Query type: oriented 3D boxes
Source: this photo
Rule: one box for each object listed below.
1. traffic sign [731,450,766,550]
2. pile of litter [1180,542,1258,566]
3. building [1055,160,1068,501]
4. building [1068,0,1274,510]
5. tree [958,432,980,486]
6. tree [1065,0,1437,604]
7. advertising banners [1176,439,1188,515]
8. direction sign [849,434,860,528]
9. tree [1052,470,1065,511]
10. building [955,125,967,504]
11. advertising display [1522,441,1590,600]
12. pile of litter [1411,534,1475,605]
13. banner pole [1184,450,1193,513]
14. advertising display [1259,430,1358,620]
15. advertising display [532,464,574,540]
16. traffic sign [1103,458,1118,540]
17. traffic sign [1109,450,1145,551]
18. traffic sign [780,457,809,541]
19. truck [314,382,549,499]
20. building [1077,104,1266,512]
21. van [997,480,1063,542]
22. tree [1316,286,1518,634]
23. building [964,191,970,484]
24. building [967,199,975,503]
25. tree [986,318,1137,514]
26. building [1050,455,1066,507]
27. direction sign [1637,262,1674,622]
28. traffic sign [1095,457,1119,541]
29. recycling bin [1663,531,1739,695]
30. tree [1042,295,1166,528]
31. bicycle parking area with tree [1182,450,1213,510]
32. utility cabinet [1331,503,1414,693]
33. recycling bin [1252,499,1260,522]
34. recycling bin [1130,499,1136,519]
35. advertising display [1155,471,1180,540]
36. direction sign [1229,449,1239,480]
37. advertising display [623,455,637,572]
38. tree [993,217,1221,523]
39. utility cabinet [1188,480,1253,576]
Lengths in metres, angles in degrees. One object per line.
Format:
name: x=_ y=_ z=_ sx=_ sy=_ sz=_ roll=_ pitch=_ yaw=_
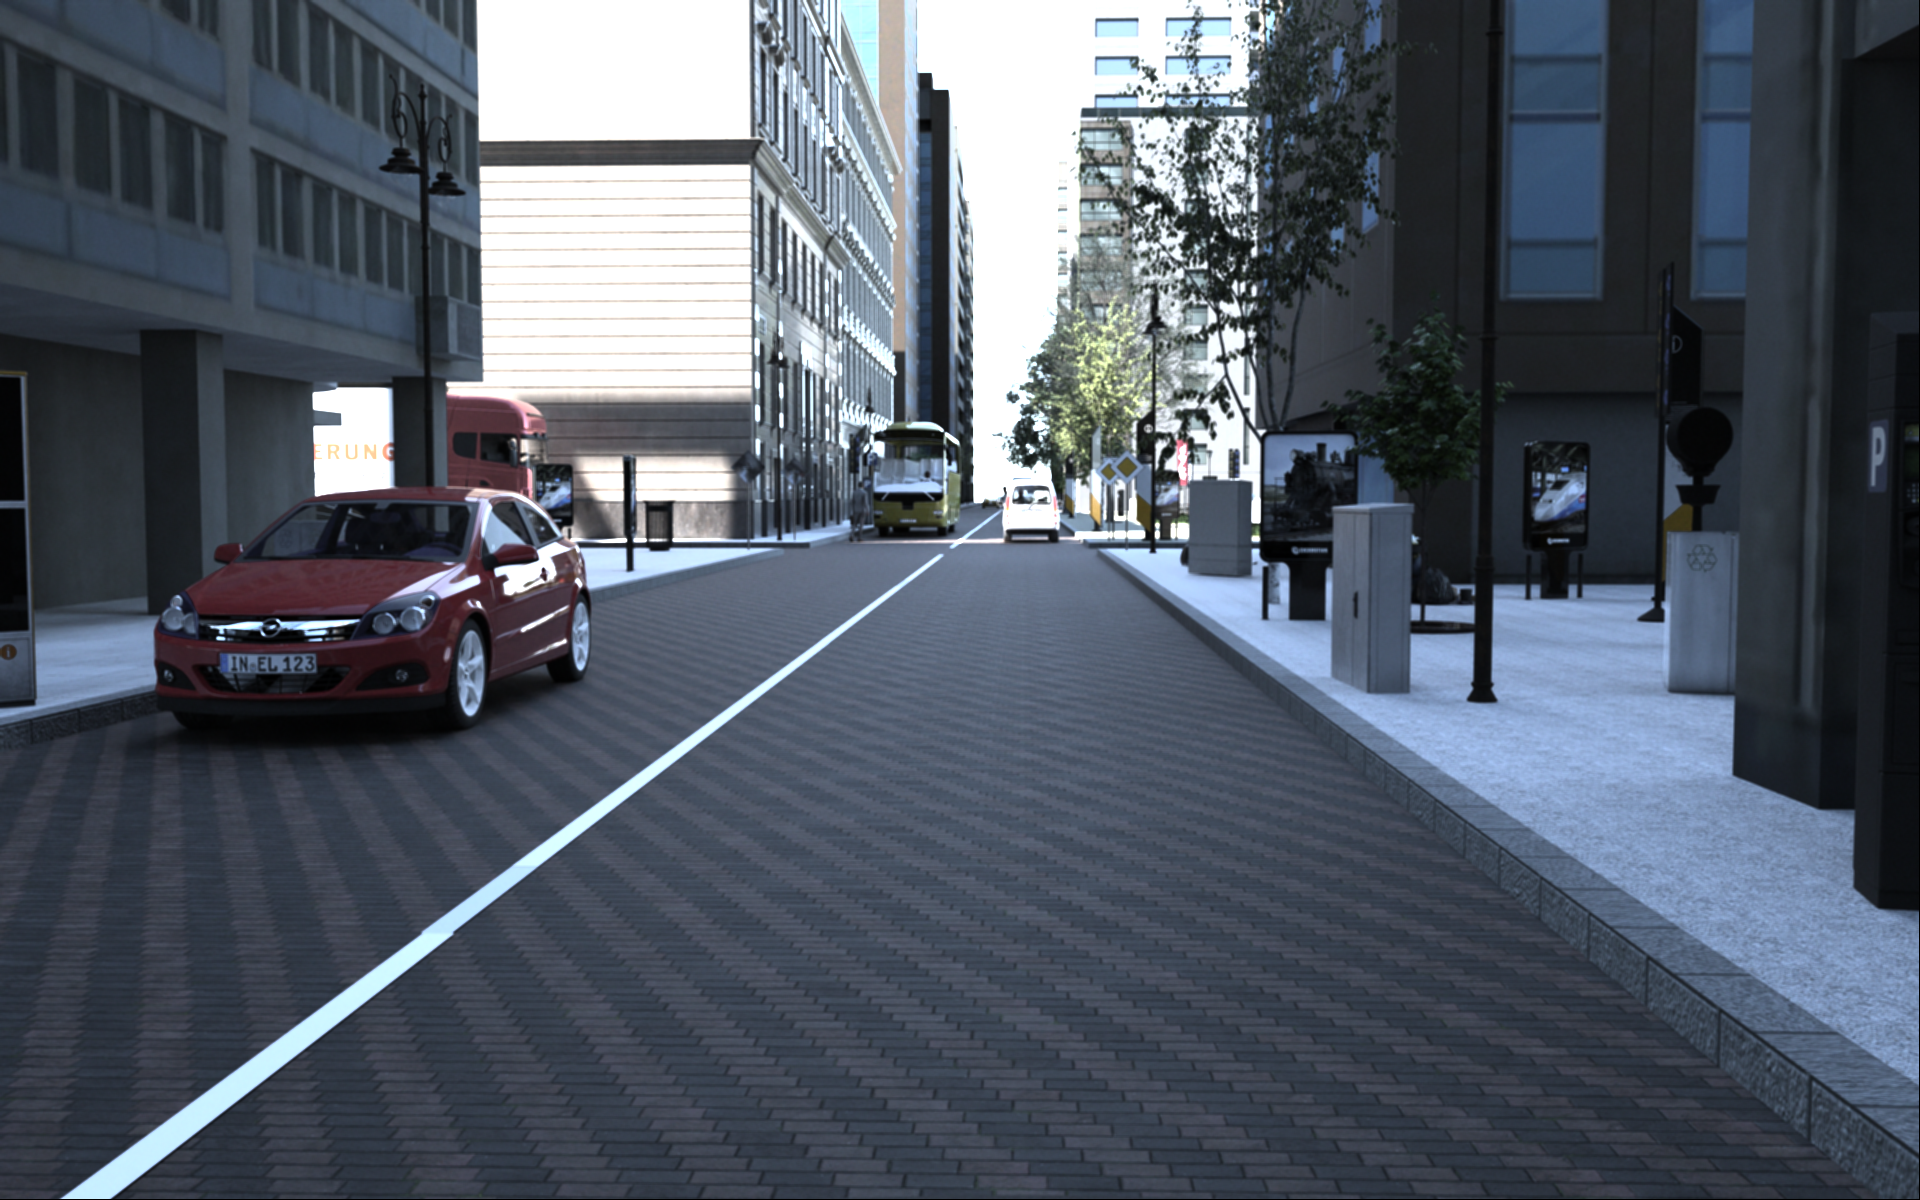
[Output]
traffic sign: x=-4.820 y=-2.191 z=39.466 sx=0.795 sy=2.450 sz=0.064 roll=0 pitch=4 yaw=2
pile of litter: x=4.693 y=-1.059 z=31.286 sx=1.719 sy=0.858 sz=1.176 roll=-2 pitch=4 yaw=-25
building: x=18.872 y=-32.456 z=214.244 sx=14.154 sy=41.232 sz=14.086 roll=0 pitch=4 yaw=2
building: x=20.046 y=-37.352 z=152.705 sx=21.231 sy=58.520 sz=28.212 roll=0 pitch=4 yaw=2
tree: x=0.059 y=-15.238 z=199.509 sx=4.360 sy=8.622 sz=3.978 roll=0 pitch=3 yaw=0
tree: x=3.589 y=-4.278 z=20.308 sx=4.360 sy=8.622 sz=3.978 roll=0 pitch=3 yaw=0
advertising banners: x=7.509 y=-3.557 z=54.341 sx=0.090 sy=3.025 sz=2.074 roll=-3 pitch=4 yaw=-37
direction sign: x=-3.970 y=-4.481 z=65.260 sx=0.379 sy=3.537 sz=0.876 roll=1 pitch=4 yaw=20
tree: x=7.698 y=-8.552 z=134.433 sx=1.663 sy=3.219 sz=1.824 roll=0 pitch=3 yaw=0
building: x=-10.487 y=-36.320 z=217.529 sx=21.300 sy=48.544 sz=21.600 roll=0 pitch=4 yaw=2
advertising display: x=7.287 y=-0.976 z=21.178 sx=0.974 sy=1.923 sz=0.123 roll=-2 pitch=4 yaw=-26
pile of litter: x=5.437 y=-0.408 z=20.631 sx=1.176 sy=0.858 sz=1.719 roll=-2 pitch=4 yaw=-31
banner pole: x=11.220 y=-5.825 z=85.262 sx=0.401 sy=3.779 sz=0.863 roll=-2 pitch=4 yaw=-29
advertising display: x=3.537 y=-0.757 z=17.593 sx=0.974 sy=1.923 sz=0.123 roll=1 pitch=4 yaw=10
advertising display: x=-8.709 y=-1.949 z=37.077 sx=0.123 sy=1.923 sz=0.974 roll=3 pitch=5 yaw=40
traffic sign: x=4.302 y=-2.839 z=48.543 sx=0.606 sy=2.300 sz=0.079 roll=0 pitch=4 yaw=8
traffic sign: x=3.767 y=-2.171 z=39.134 sx=0.795 sy=2.450 sz=0.064 roll=0 pitch=4 yaw=2
traffic sign: x=-4.530 y=-2.679 z=47.446 sx=0.795 sy=2.450 sz=0.064 roll=0 pitch=4 yaw=2
truck: x=-15.424 y=-3.338 z=43.494 sx=11.283 sy=4.237 sz=2.839 roll=0 pitch=4 yaw=1
building: x=15.957 y=-22.072 z=132.575 sx=14.160 sy=30.474 sz=14.107 roll=0 pitch=4 yaw=2
van: x=2.145 y=-2.792 z=52.662 sx=2.013 sy=2.044 sz=4.112 roll=0 pitch=4 yaw=1
tree: x=4.418 y=-1.319 z=16.162 sx=1.663 sy=3.219 sz=1.824 roll=0 pitch=3 yaw=0
building: x=-9.943 y=-36.030 z=243.722 sx=22.147 sy=44.769 sz=28.867 roll=0 pitch=4 yaw=2
building: x=-8.679 y=-39.507 z=269.643 sx=21.300 sy=48.544 sz=21.600 roll=0 pitch=4 yaw=2
tree: x=6.865 y=-11.847 z=110.704 sx=9.611 sy=12.733 sz=9.660 roll=0 pitch=3 yaw=0
building: x=26.350 y=-23.915 z=236.042 sx=27.650 sy=21.520 sz=28.899 roll=0 pitch=4 yaw=2
direction sign: x=7.044 y=-1.553 z=17.384 sx=0.379 sy=3.537 sz=0.876 roll=1 pitch=4 yaw=14
traffic sign: x=4.058 y=-2.659 z=47.113 sx=0.795 sy=2.450 sz=0.064 roll=0 pitch=4 yaw=2
recycling bin: x=5.030 y=0.073 z=11.365 sx=0.722 sy=1.027 sz=0.722 roll=1 pitch=4 yaw=19
tree: x=5.516 y=-7.032 z=65.342 sx=4.737 sy=8.622 sz=4.395 roll=0 pitch=3 yaw=0
bicycle parking area with tree: x=18.959 y=-7.784 z=114.274 sx=8.231 sy=4.147 sz=9.016 roll=0 pitch=4 yaw=3
utility cabinet: x=2.744 y=-0.028 z=11.618 sx=0.306 sy=1.237 sz=1.020 roll=0 pitch=4 yaw=-1
recycling bin: x=10.719 y=-3.114 z=63.473 sx=0.722 sy=1.027 sz=0.722 roll=1 pitch=4 yaw=10
recycling bin: x=9.186 y=-4.679 z=89.051 sx=0.722 sy=1.027 sz=0.722 roll=-1 pitch=4 yaw=-13
advertising display: x=5.733 y=-2.636 z=48.307 sx=0.974 sy=1.923 sz=0.123 roll=-3 pitch=4 yaw=-36
direction sign: x=13.737 y=-5.810 z=86.993 sx=0.379 sy=3.537 sz=0.876 roll=3 pitch=5 yaw=41
advertising display: x=-5.519 y=-1.454 z=28.986 sx=0.123 sy=1.923 sz=0.974 roll=0 pitch=4 yaw=-5
tree: x=6.654 y=-10.250 z=77.960 sx=12.009 sy=13.543 sz=11.850 roll=0 pitch=3 yaw=0
utility cabinet: x=4.094 y=-1.134 z=27.221 sx=0.318 sy=1.500 sz=1.173 roll=-2 pitch=4 yaw=-32
